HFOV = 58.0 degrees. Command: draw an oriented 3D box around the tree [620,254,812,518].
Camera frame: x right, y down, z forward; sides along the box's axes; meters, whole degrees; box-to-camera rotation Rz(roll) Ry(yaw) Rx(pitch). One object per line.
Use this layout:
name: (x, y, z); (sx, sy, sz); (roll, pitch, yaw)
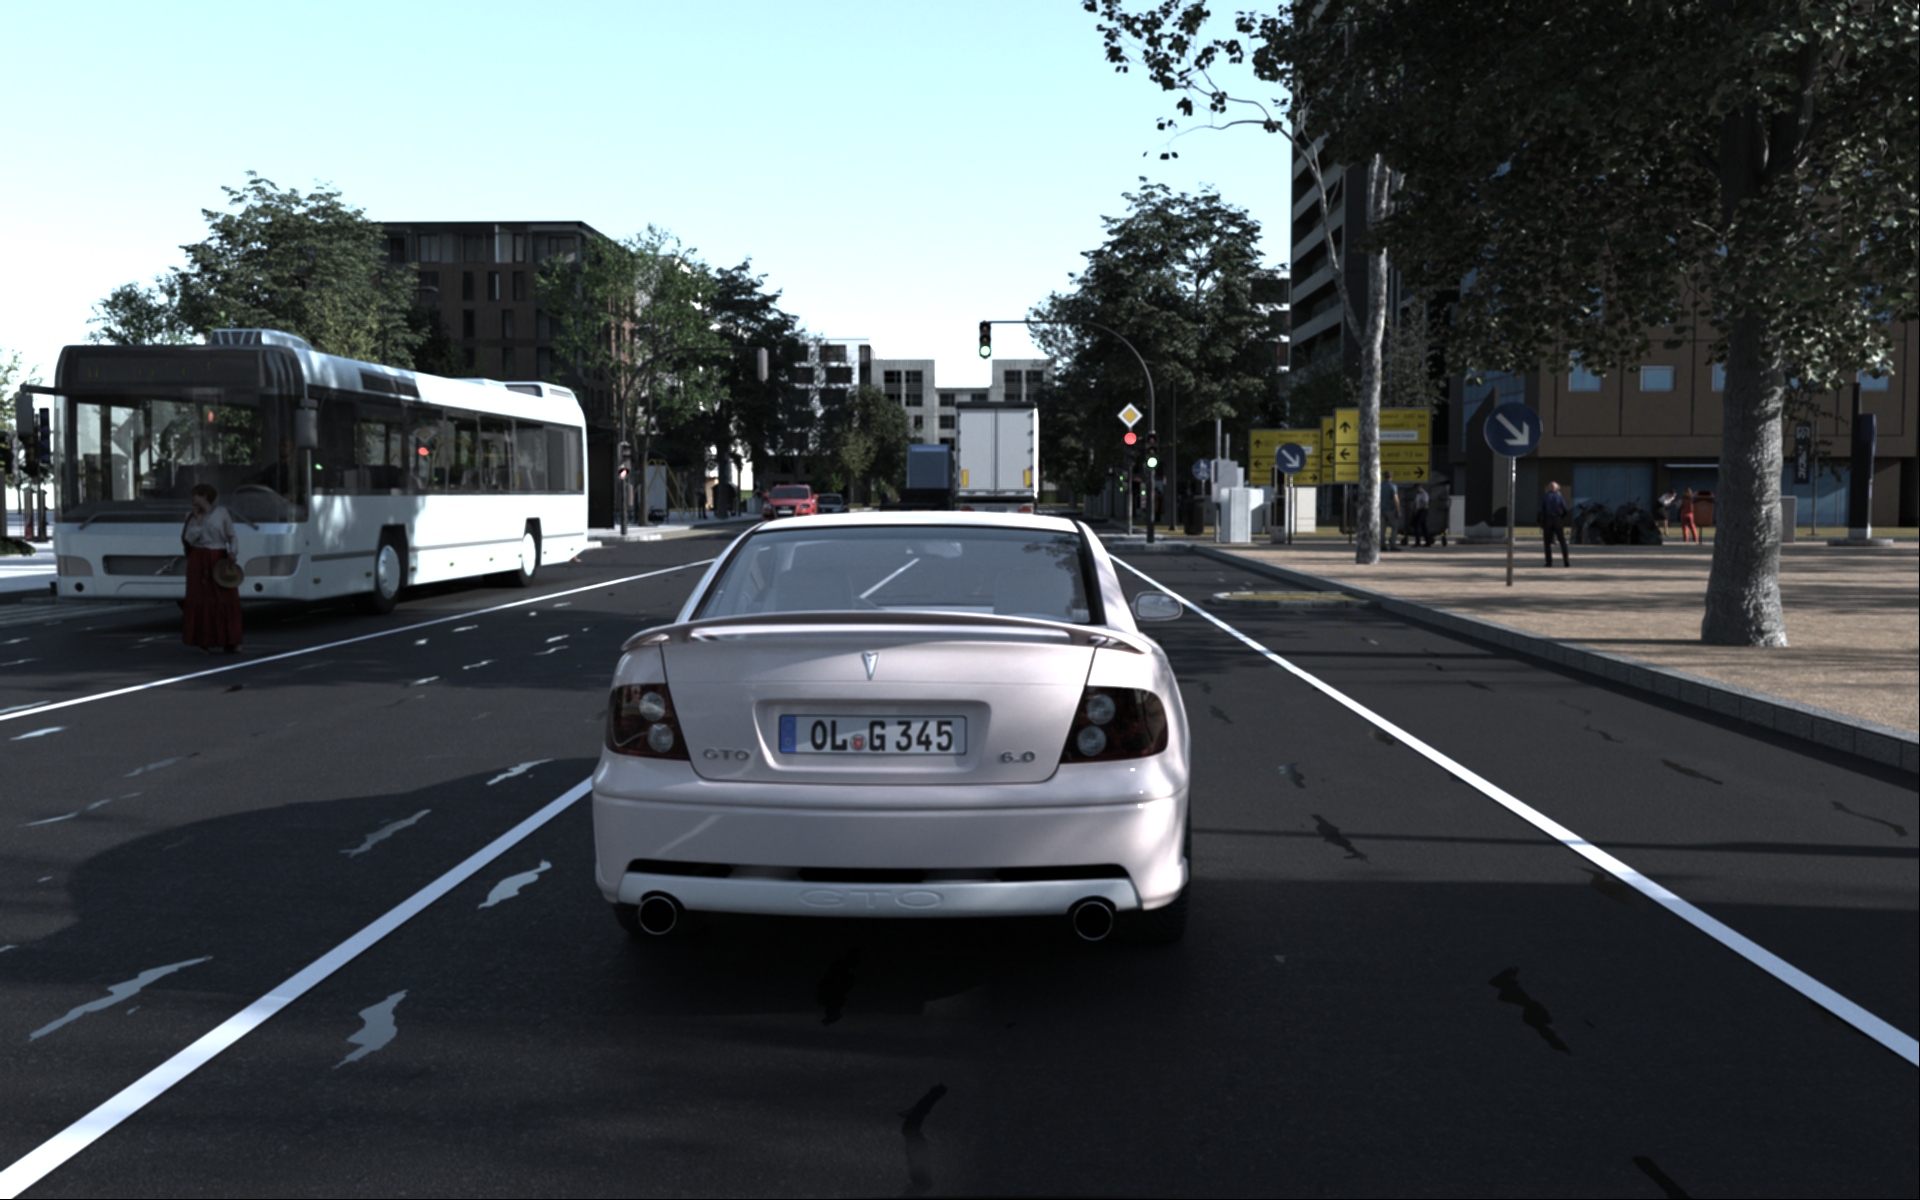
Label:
tree: (-12.696, -11.299, 91.390); (9.857, 13.997, 8.962); (0, 3, 0)

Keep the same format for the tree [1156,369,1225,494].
tree: (12.343, -8.842, 94.926); (4.360, 8.622, 3.978); (0, 3, 0)

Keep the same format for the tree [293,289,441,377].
tree: (-21.798, -6.810, 61.702); (4.737, 8.622, 4.395); (0, 3, 0)

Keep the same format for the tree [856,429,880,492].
tree: (-10.041, -13.070, 164.063); (4.737, 8.622, 4.395); (0, 3, 0)

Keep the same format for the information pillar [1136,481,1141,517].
information pillar: (10.098, -5.715, 97.926); (0.304, 2.012, 0.304); (0, 4, 4)

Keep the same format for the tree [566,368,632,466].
tree: (-20.793, -9.076, 98.755); (4.360, 8.622, 3.978); (0, 3, 0)

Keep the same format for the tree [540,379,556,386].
tree: (-23.835, -8.509, 89.485); (4.737, 8.622, 4.395); (0, 3, 0)

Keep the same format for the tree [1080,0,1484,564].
tree: (8.487, -10.794, 32.372); (12.611, 20.169, 13.585); (0, 3, 0)

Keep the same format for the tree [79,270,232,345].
tree: (-36.858, -9.423, 79.822); (9.928, 11.665, 9.643); (0, 3, 0)

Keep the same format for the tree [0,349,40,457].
tree: (-39.619, -7.290, 69.555); (4.360, 8.622, 3.978); (0, 3, 0)

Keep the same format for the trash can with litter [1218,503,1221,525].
trash can with litter: (10.972, -3.680, 71.554); (0.624, 1.170, 1.055); (2, 4, 29)

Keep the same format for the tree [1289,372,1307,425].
tree: (20.062, -8.852, 95.093); (4.360, 8.622, 3.978); (0, 3, 0)

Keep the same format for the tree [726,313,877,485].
tree: (-11.315, -12.717, 118.300); (12.009, 13.543, 11.850); (0, 3, 0)

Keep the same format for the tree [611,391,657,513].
tree: (-22.779, -10.301, 118.782); (4.737, 8.622, 4.395); (0, 3, 0)

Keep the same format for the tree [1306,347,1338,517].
tree: (17.396, -7.406, 71.446); (4.360, 8.622, 3.978); (0, 3, 0)

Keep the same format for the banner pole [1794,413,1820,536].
banner pole: (26.331, -3.902, 53.821); (0.401, 3.779, 0.863); (-3, 5, -44)

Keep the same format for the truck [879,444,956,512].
truck: (-1.963, -5.977, 87.488); (2.967, 4.110, 18.799); (0, 4, 3)

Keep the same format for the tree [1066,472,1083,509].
tree: (10.316, -9.583, 151.284); (1.663, 3.219, 1.824); (0, 3, 0)

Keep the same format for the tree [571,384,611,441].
tree: (-25.305, -9.675, 108.542); (4.737, 8.622, 4.395); (0, 3, 0)

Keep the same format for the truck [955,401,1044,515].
truck: (1.373, -4.224, 57.970); (2.839, 4.237, 11.283); (0, 4, 3)

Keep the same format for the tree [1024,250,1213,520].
tree: (8.320, -10.796, 86.886); (12.009, 13.543, 11.850); (0, 3, 0)

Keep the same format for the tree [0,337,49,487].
tree: (-35.562, -6.855, 62.448); (4.737, 8.622, 4.395); (0, 3, 0)

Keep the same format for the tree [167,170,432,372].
tree: (-26.525, -9.963, 69.549); (9.857, 13.997, 8.962); (0, 3, 0)

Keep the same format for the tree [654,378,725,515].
tree: (-16.737, -9.525, 106.097); (4.360, 8.622, 3.978); (0, 3, 0)

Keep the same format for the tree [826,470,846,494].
tree: (-10.266, -8.894, 140.017); (1.663, 3.219, 1.824); (0, 3, 0)

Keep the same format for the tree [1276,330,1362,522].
tree: (16.436, -7.852, 78.743); (4.737, 8.622, 4.395); (0, 3, 0)

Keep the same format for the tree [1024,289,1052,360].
tree: (12.109, -17.555, 142.915); (12.611, 20.169, 13.585); (0, 3, 0)

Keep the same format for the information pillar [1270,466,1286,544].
information pillar: (8.211, -2.458, 44.679); (0.304, 2.012, 0.304); (-1, 4, -10)

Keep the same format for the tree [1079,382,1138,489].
tree: (9.669, -10.081, 115.191); (4.737, 8.622, 4.395); (0, 3, 0)

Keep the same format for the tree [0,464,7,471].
tree: (-59.026, -11.373, 87.776); (18.604, 14.587, 13.155); (1, 4, 10)

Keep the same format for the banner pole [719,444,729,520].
banner pole: (-11.711, -5.891, 86.331); (0.401, 3.779, 0.863); (1, 4, 18)

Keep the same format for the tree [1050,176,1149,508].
tree: (8.744, -10.022, 70.522); (9.857, 13.997, 8.962); (0, 3, 0)

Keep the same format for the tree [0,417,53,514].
tree: (-63.283, -8.983, 109.784); (11.467, 7.101, 20.602); (-3, 5, -43)

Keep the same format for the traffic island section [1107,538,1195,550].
traffic island section: (5.014, -1.420, 45.504); (2.009, 0.180, 2.903); (0, 4, 2)

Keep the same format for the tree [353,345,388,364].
tree: (-28.261, -8.077, 82.417); (4.360, 8.622, 3.978); (0, 3, 0)

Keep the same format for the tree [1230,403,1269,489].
tree: (17.045, -9.475, 105.272); (4.360, 8.622, 3.978); (0, 3, 0)

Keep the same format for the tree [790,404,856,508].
tree: (-10.683, -10.949, 129.375); (4.737, 8.622, 4.395); (0, 3, 0)

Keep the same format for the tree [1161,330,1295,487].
tree: (18.225, -12.231, 116.992); (9.611, 12.733, 9.660); (0, 3, 0)

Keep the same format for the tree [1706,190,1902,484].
tree: (18.574, -5.424, 39.045); (4.360, 8.622, 3.978); (0, 3, 0)

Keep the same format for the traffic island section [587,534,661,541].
traffic island section: (-10.486, -1.937, 53.952); (2.009, 0.180, 2.903); (0, 4, 2)

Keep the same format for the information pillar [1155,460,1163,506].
information pillar: (12.178, -7.015, 106.048); (0.504, 3.616, 0.183); (1, 4, 13)

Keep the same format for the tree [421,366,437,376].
tree: (-34.705, -10.871, 112.159); (7.601, 10.594, 8.767); (-1, 4, -21)

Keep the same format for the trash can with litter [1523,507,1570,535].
trash can with litter: (18.917, -2.662, 54.586); (1.678, 1.210, 2.233); (-1, 4, -9)

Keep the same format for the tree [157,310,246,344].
tree: (-13.187, -2.903, 31.184); (4.285, 4.588, 4.351); (0, 3, 0)

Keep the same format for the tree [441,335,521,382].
tree: (-22.718, -7.960, 80.505); (4.737, 8.622, 4.395); (0, 3, 0)

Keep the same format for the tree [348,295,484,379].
tree: (-31.463, -11.207, 100.238); (9.611, 12.733, 9.660); (0, 3, 0)

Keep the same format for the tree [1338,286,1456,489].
tree: (15.794, -6.839, 62.172); (4.360, 8.622, 3.978); (0, 3, 0)

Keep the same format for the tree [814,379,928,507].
tree: (-9.466, -15.652, 172.916); (9.611, 12.733, 9.660); (0, 3, 0)

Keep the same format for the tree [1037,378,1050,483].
tree: (10.827, -15.687, 163.132); (9.857, 13.997, 8.962); (0, 3, 0)

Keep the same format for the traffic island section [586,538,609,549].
traffic island section: (-10.721, -1.449, 45.970); (2.009, 0.180, 2.903); (0, 4, 2)

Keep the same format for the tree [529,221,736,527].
tree: (-12.494, -8.660, 67.353); (9.928, 11.665, 9.643); (0, 3, 0)

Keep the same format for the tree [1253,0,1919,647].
tree: (6.693, -6.600, 14.570); (9.857, 13.997, 8.962); (0, 3, 0)

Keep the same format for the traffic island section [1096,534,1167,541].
traffic island section: (5.249, -1.909, 53.486); (2.009, 0.180, 2.903); (0, 4, 2)
